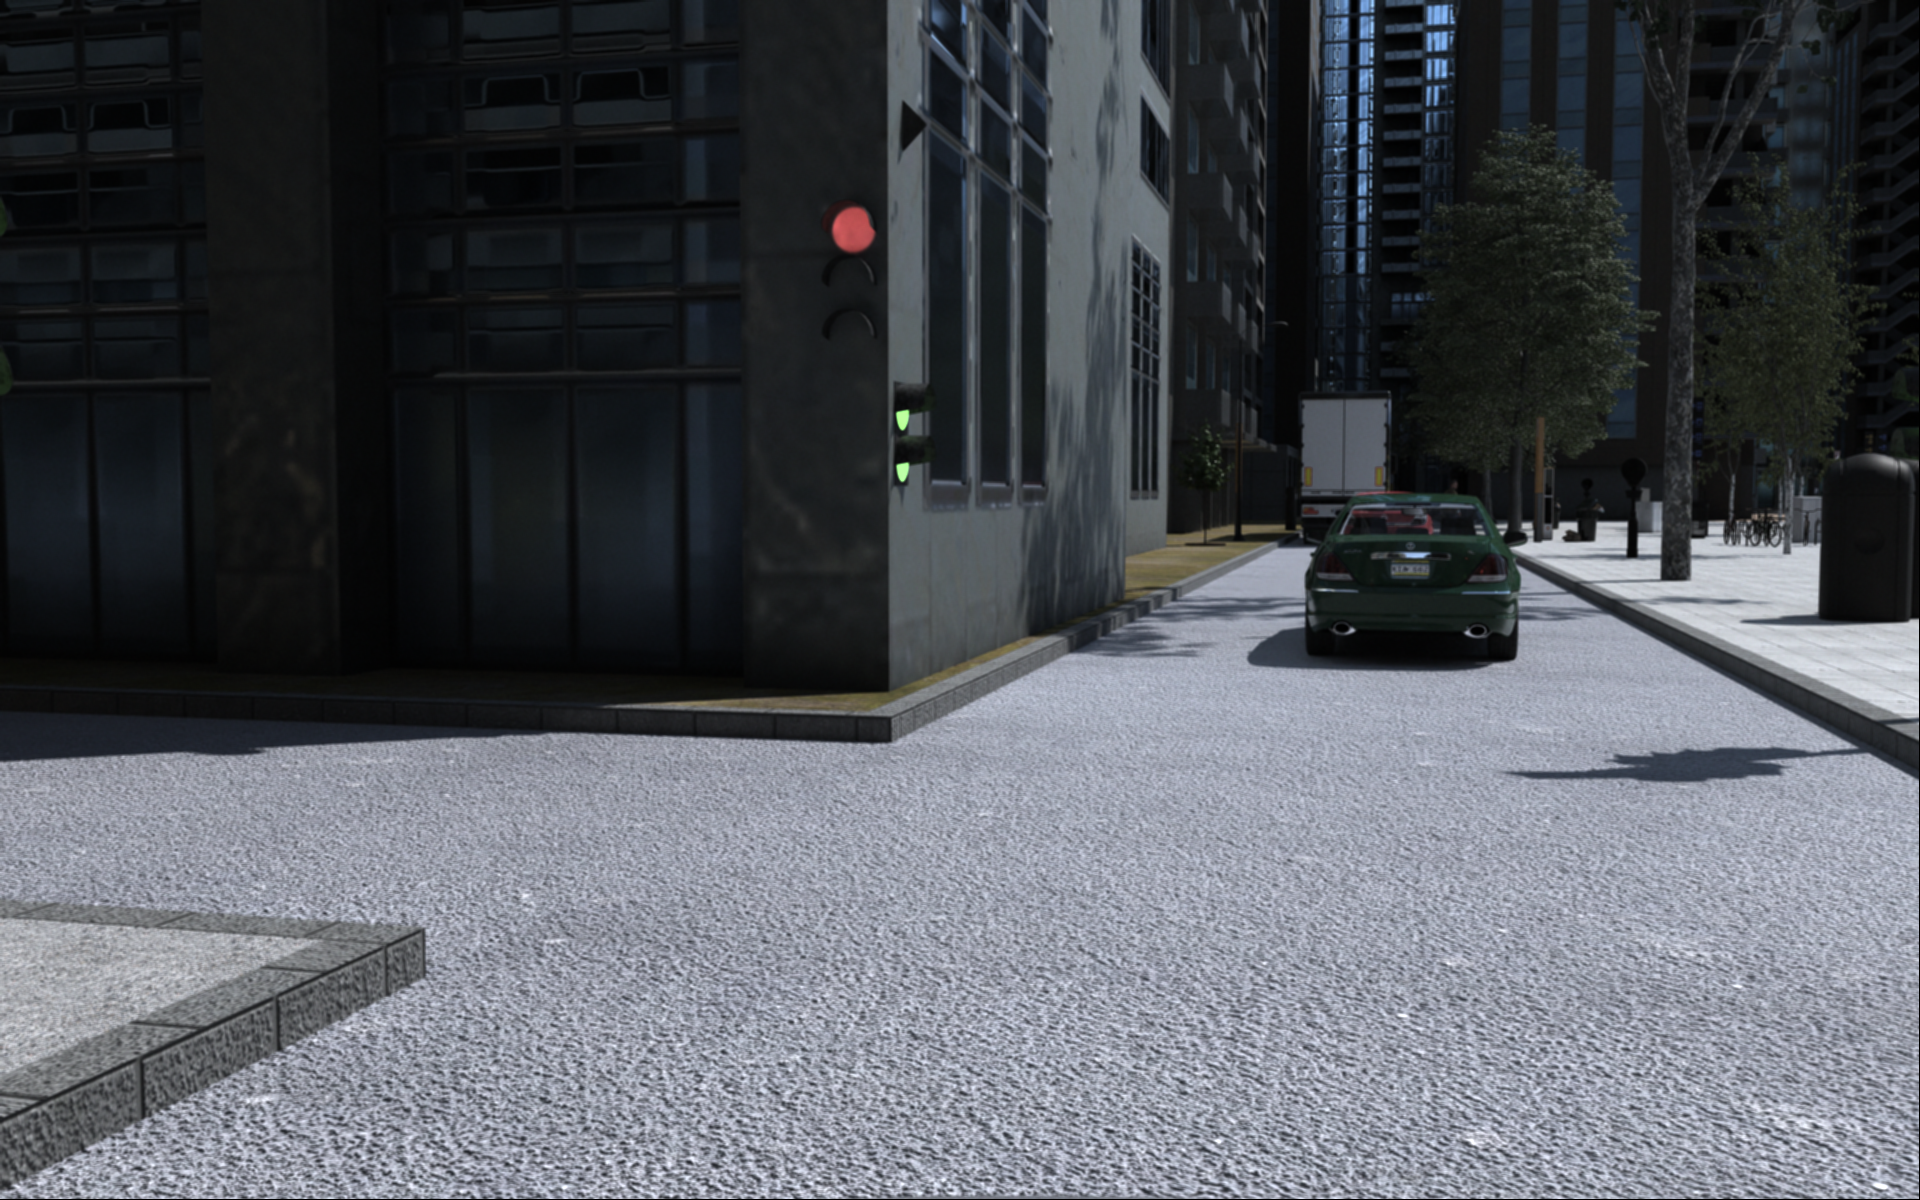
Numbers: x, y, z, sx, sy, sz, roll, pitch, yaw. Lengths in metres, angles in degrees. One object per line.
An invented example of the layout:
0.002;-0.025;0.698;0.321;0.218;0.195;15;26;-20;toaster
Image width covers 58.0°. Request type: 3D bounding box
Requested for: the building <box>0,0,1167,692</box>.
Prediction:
-7.609;-43.645;26.262;22.319;86.520;31.000;1;4;14;building

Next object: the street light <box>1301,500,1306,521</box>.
16.706;-6.635;81.020;1.470;5.913;1.316;1;4;14;street light

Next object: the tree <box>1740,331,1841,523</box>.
36.847;-7.770;77.399;4.360;8.622;3.978;0;3;0;tree

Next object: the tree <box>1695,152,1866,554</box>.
17.510;-5.279;36.678;4.737;8.622;4.395;0;3;0;tree

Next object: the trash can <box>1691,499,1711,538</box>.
21.388;-2.361;50.260;0.748;1.137;0.748;0;3;0;trash can

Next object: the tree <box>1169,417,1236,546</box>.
6.231;-2.974;43.228;1.663;3.219;1.824;0;3;0;tree

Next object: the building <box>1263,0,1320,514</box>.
15.993;-28.301;112.826;14.600;45.320;14.200;1;4;14;building

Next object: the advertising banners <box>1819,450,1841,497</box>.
34.532;-4.455;69.034;2.074;3.025;0.090;-2;4;-35;advertising banners

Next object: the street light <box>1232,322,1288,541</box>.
8.147;-4.555;47.018;1.470;5.913;1.316;1;4;14;street light

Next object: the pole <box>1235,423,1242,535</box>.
8.036;-3.433;49.979;0.158;3.312;0.155;0;3;0;pole

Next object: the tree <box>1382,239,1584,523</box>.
22.962;-9.687;75.391;9.611;12.733;9.660;0;3;0;tree

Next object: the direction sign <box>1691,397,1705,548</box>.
17.074;-2.985;40.799;0.379;3.537;0.876;-3;4;-38;direction sign

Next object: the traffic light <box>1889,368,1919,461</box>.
5.822;-1.282;9.885;0.839;4.253;0.868;1;4;14;traffic light

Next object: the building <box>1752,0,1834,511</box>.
81.966;-33.432;166.227;30.456;49.044;23.786;1;4;14;building

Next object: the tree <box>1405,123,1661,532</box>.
17.685;-8.289;53.659;7.486;12.596;7.792;0;3;0;tree

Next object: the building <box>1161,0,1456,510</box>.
37.777;-52.751;175.152;31.000;86.520;22.319;1;4;14;building

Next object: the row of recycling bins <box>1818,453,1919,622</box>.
10.229;-0.701;18.581;1.069;1.692;3.534;3;5;45;row of recycling bins

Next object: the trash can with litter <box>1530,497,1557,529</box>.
21.323;-3.163;63.104;1.055;1.170;0.624;1;4;23;trash can with litter

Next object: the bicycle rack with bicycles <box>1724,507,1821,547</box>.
20.275;-1.810;42.982;2.852;0.926;2.925;1;4;20;bicycle rack with bicycles

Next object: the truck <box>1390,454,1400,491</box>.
30.738;-8.439;126.891;2.839;4.237;11.283;1;4;15;truck

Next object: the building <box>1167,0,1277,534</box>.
-0.380;-27.268;65.437;23.786;49.044;30.456;1;4;14;building

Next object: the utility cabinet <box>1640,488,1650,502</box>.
24.383;-3.239;61.634;0.318;1.500;1.173;1;4;20;utility cabinet

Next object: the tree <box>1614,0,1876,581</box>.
11.638;-10.287;24.087;12.611;20.169;13.585;0;3;0;tree

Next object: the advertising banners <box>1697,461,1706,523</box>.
27.125;-4.112;63.427;0.090;3.025;2.074;1;4;16;advertising banners

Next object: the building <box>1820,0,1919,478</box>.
79.250;-29.929;139.455;14.200;45.320;14.600;1;4;14;building

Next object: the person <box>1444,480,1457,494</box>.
13.994;-2.504;49.346;0.656;1.842;0.836;3;4;38;person

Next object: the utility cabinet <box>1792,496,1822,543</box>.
22.304;-2.100;45.492;1.020;1.237;0.306;-2;4;-30;utility cabinet

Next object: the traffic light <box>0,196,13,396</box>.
-2.507;-0.903;3.685;0.839;4.253;0.868;1;4;14;traffic light

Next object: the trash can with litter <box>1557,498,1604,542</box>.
16.739;-2.152;46.566;1.055;1.170;0.624;-2;4;-31;trash can with litter

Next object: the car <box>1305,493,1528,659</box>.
4.346;-0.294;16.600;2.131;1.459;4.920;1;4;15;car

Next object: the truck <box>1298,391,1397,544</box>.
11.824;-3.901;52.690;2.839;4.237;11.283;1;4;14;truck

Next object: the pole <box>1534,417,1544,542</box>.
15.358;-3.186;45.941;0.158;3.312;0.155;0;3;0;pole

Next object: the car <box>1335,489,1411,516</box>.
8.752;-1.617;35.470;2.155;1.783;4.494;1;4;15;car

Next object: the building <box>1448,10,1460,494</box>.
36.770;-20.327;104.050;14.160;30.474;14.107;1;4;14;building

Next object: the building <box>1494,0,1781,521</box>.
33.303;-26.898;89.899;14.600;45.320;14.200;1;4;14;building

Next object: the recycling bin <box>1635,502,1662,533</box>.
22.806;-2.748;57.482;0.722;1.027;0.722;-3;5;-43;recycling bin

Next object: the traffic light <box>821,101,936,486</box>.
-0.603;-1.377;11.440;0.839;4.253;0.868;1;4;14;traffic light

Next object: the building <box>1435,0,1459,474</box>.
50.859;-31.727;138.349;23.786;49.044;30.456;1;4;14;building

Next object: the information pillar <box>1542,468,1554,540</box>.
16.300;-2.674;48.205;0.304;2.012;0.304;-1;4;-12;information pillar

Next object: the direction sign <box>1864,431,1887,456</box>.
33.111;-4.325;62.712;0.876;3.537;0.379;0;4;-8;direction sign

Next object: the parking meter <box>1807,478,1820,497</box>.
31.791;-3.598;64.535;0.399;1.863;0.255;-2;4;-27;parking meter

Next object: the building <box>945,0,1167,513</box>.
16.689;-51.179;149.441;31.000;86.520;22.319;1;4;14;building

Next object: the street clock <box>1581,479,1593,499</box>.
29.303;-4.673;80.969;0.471;2.002;0.358;0;4;4;street clock

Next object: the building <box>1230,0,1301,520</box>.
8.703;-40.225;95.933;20.563;71.187;20.611;1;4;14;building

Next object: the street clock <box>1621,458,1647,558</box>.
13.523;-1.848;34.784;0.471;2.002;0.358;2;4;29;street clock

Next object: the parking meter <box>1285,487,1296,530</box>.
11.771;-3.254;61.611;0.372;1.533;0.369;0;3;0;parking meter
